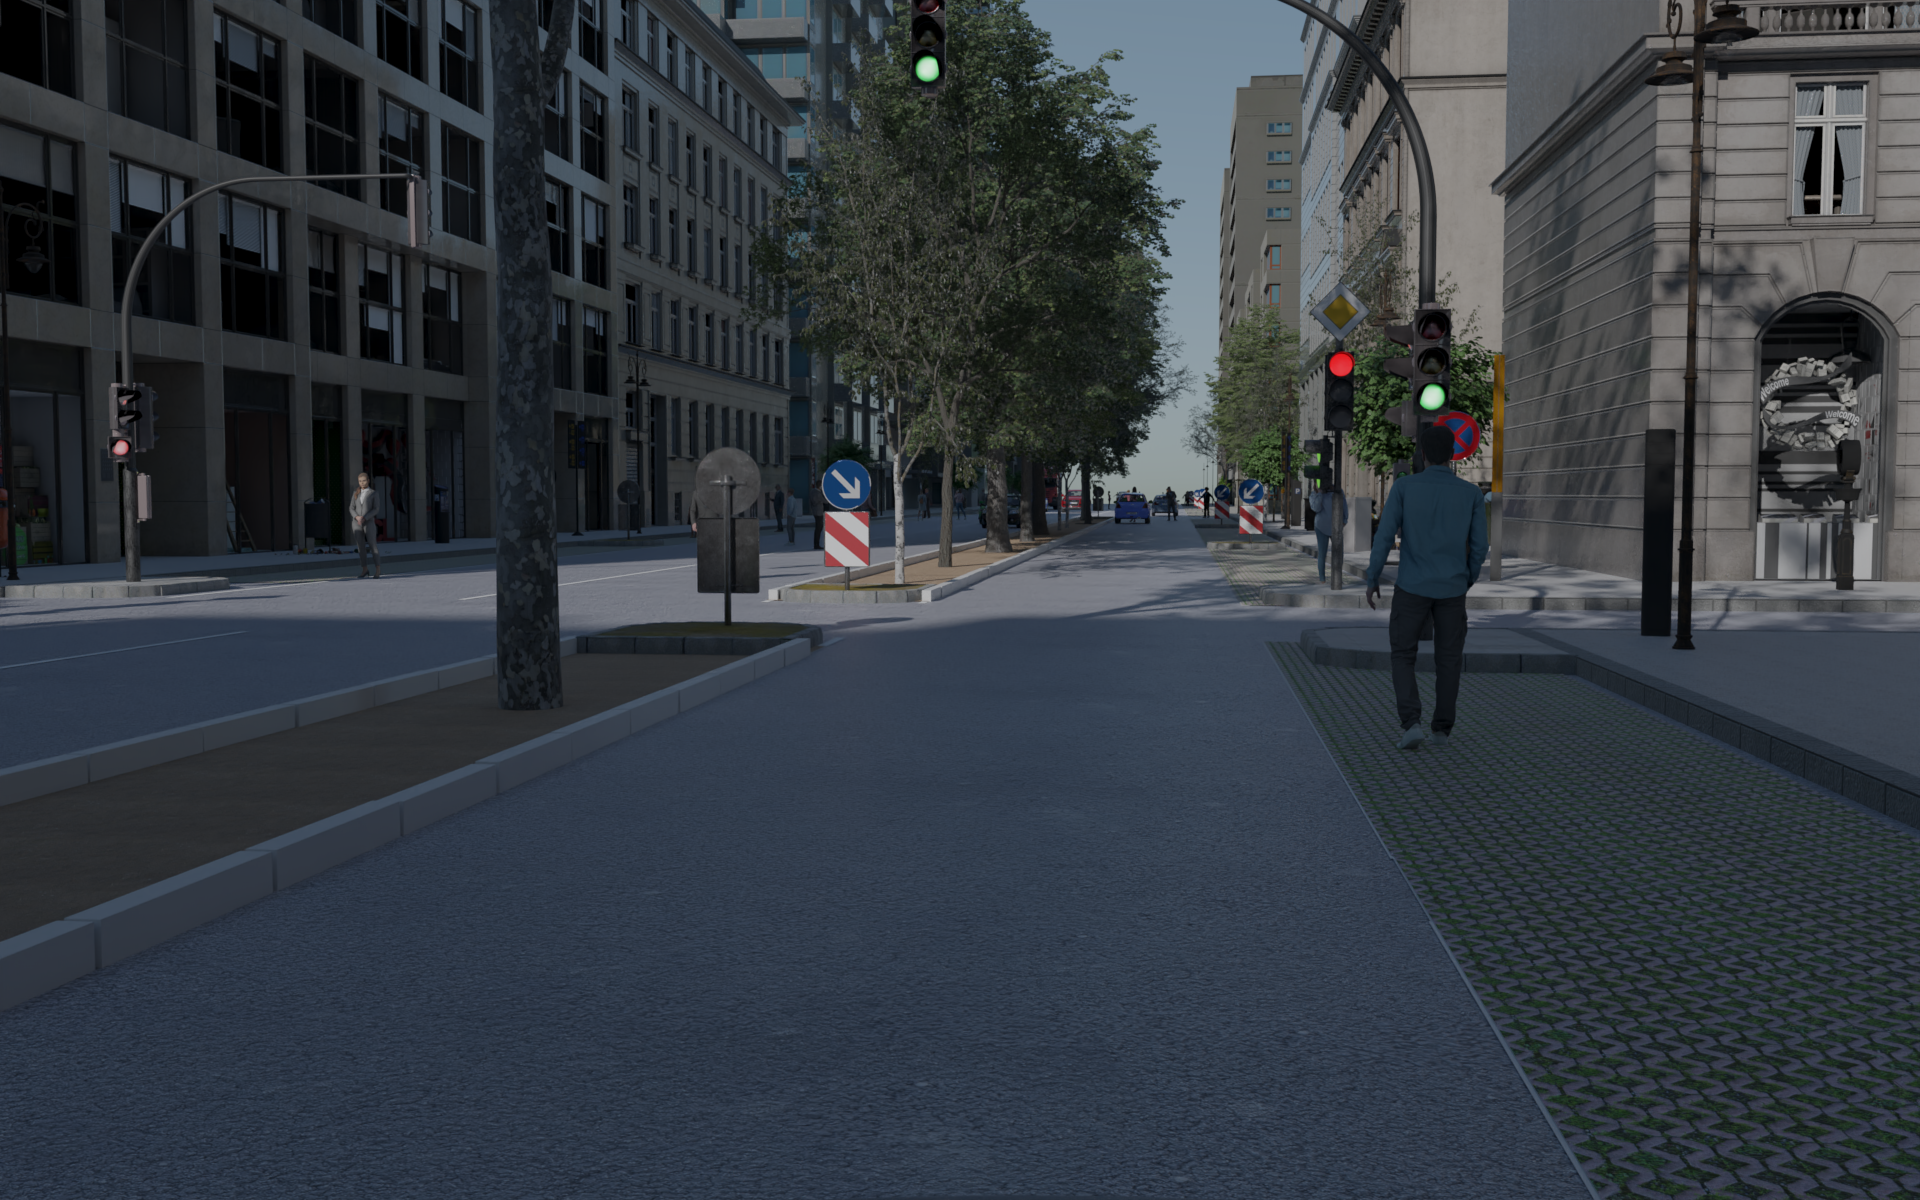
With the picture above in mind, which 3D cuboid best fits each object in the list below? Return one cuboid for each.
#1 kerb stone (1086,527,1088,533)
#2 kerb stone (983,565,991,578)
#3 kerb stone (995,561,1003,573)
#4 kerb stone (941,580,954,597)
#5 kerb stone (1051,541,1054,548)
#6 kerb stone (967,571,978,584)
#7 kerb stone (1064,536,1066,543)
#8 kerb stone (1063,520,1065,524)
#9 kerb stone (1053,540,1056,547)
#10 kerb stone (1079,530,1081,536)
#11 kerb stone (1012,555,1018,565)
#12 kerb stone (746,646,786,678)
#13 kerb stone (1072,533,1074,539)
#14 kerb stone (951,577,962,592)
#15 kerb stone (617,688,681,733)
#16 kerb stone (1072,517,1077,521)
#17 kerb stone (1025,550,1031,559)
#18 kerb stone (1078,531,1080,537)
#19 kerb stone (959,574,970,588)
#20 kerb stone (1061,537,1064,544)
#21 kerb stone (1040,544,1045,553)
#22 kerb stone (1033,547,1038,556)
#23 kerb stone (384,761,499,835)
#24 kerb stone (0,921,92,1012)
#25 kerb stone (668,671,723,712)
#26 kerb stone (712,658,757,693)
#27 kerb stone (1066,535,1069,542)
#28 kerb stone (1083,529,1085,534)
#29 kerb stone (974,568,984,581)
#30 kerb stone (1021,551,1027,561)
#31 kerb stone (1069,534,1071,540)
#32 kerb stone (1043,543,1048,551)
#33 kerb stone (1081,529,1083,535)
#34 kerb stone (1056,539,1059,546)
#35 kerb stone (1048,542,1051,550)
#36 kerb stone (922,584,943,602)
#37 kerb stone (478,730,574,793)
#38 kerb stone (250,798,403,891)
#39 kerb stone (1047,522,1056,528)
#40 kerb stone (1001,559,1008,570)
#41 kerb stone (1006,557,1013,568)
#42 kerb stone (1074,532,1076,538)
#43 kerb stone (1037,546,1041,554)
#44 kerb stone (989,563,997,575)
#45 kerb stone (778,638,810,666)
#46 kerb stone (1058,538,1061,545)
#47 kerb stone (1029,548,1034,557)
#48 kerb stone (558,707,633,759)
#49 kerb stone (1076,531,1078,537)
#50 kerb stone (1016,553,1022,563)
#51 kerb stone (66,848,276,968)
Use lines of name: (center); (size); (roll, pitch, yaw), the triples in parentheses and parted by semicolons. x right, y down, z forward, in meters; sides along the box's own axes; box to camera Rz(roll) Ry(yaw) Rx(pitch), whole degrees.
kerb stone: (4.414, -2.448, 62.212); (0.120, 0.150, 1.000); (0, 4, 7)
kerb stone: (0.369, -0.455, 29.636); (0.120, 0.150, 1.000); (0, 4, 7)
kerb stone: (0.629, -0.576, 31.663); (0.120, 0.150, 1.000); (0, 4, 7)
kerb stone: (-0.248, -0.144, 24.554); (0.120, 0.150, 1.000); (0, 4, 7)
kerb stone: (2.276, -1.390, 44.922); (0.120, 0.150, 1.000); (0, 4, 7)
kerb stone: (0.125, -0.330, 27.597); (0.120, 0.150, 1.000); (0, 4, 7)
kerb stone: (2.904, -1.701, 50.003); (0.120, 0.150, 1.000); (0, 4, 7)
kerb stone: (4.728, -3.642, 81.818); (0.120, 0.150, 1.000); (0, 4, 7)
kerb stone: (2.389, -1.452, 45.938); (0.120, 0.150, 1.000); (0, 4, 7)
kerb stone: (3.903, -2.199, 58.147); (0.120, 0.150, 1.000); (0, 4, 7)
kerb stone: (1.004, -0.765, 34.733); (0.120, 0.150, 1.000); (0, 4, 7)
kerb stone: (-1.583, 0.508, 13.885); (0.120, 0.150, 1.000); (0, 4, 7)
kerb stone: (3.407, -1.950, 54.077); (0.120, 0.150, 1.000); (0, 4, 7)
kerb stone: (-0.122, -0.206, 25.568); (0.120, 0.150, 1.000); (0, 4, 7)
kerb stone: (-1.961, 0.695, 10.832); (0.120, 0.150, 1.000); (0, 4, 7)
kerb stone: (5.989, -4.269, 91.992); (0.120, 0.150, 1.000); (0, 4, 7)
kerb stone: (1.384, -0.953, 37.792); (0.120, 0.150, 1.000); (0, 4, 7)
kerb stone: (3.781, -2.134, 57.132); (0.120, 0.150, 1.000); (0, 4, 7)
kerb stone: (-0.003, -0.265, 26.583); (0.120, 0.150, 1.000); (0, 4, 7)
kerb stone: (2.782, -1.639, 48.986); (0.120, 0.150, 1.000); (0, 4, 7)
kerb stone: (1.885, -1.195, 41.870); (0.120, 0.150, 1.000); (0, 4, 7)
kerb stone: (1.635, -1.079, 39.839); (0.120, 0.150, 1.000); (0, 4, 7)
kerb stone: (-2.331, 0.888, 7.767); (0.120, 0.150, 1.000); (0, 4, 7)
kerb stone: (-2.722, 1.071, 4.718); (0.120, 0.150, 1.000); (0, 4, 7)
kerb stone: (-1.831, 0.633, 11.846); (0.120, 0.150, 1.000); (0, 4, 7)
kerb stone: (-1.708, 0.571, 12.861); (0.120, 0.150, 1.000); (0, 4, 7)
kerb stone: (3.037, -1.763, 51.019); (0.120, 0.150, 1.000); (0, 4, 7)
kerb stone: (4.159, -2.322, 60.181); (0.120, 0.150, 1.000); (0, 4, 7)
kerb stone: (0.241, -0.392, 28.612); (0.120, 0.150, 1.000); (0, 4, 7)
kerb stone: (1.260, -0.892, 36.775); (0.120, 0.150, 1.000); (0, 4, 7)
kerb stone: (3.157, -1.825, 52.034); (0.120, 0.150, 1.000); (0, 4, 7)
kerb stone: (2.015, -1.266, 42.889); (0.120, 0.150, 1.000); (0, 4, 7)
kerb stone: (4.035, -2.261, 59.160); (0.120, 0.150, 1.000); (0, 4, 7)
kerb stone: (2.523, -1.515, 46.959); (0.120, 0.150, 1.000); (0, 4, 7)
kerb stone: (2.136, -1.328, 43.906); (0.120, 0.150, 1.000); (0, 4, 7)
kerb stone: (-0.385, -0.082, 23.540); (0.120, 0.150, 1.000); (0, 4, 7)
kerb stone: (-2.204, 0.819, 8.798); (0.120, 0.150, 1.000); (0, 4, 7)
kerb stone: (-2.460, 0.945, 6.748); (0.120, 0.150, 1.000); (0, 4, 7)
kerb stone: (3.975, -3.272, 75.718); (0.120, 0.150, 1.000); (0, 4, 7)
kerb stone: (0.748, -0.642, 32.685); (0.120, 0.150, 1.000); (0, 4, 7)
kerb stone: (0.876, -0.704, 33.707); (0.120, 0.150, 1.000); (0, 4, 7)
kerb stone: (3.536, -2.012, 55.097); (0.120, 0.150, 1.000); (0, 4, 7)
kerb stone: (1.764, -1.139, 40.854); (0.120, 0.150, 1.000); (0, 4, 7)
kerb stone: (0.507, -0.517, 30.648); (0.120, 0.150, 1.000); (0, 4, 7)
kerb stone: (-1.451, 0.446, 14.902); (0.120, 0.150, 1.000); (0, 4, 7)
kerb stone: (2.648, -1.577, 47.973); (0.120, 0.150, 1.000); (0, 4, 7)
kerb stone: (1.509, -1.017, 38.816); (0.120, 0.150, 1.000); (0, 4, 7)
kerb stone: (-2.084, 0.757, 9.817); (0.120, 0.150, 1.000); (0, 4, 7)
kerb stone: (3.659, -2.070, 56.111); (0.120, 0.150, 1.000); (0, 4, 7)
kerb stone: (1.133, -0.824, 35.752); (0.120, 0.150, 1.000); (0, 4, 7)
kerb stone: (-2.590, 1.008, 5.732); (0.120, 0.150, 1.000); (0, 4, 7)
